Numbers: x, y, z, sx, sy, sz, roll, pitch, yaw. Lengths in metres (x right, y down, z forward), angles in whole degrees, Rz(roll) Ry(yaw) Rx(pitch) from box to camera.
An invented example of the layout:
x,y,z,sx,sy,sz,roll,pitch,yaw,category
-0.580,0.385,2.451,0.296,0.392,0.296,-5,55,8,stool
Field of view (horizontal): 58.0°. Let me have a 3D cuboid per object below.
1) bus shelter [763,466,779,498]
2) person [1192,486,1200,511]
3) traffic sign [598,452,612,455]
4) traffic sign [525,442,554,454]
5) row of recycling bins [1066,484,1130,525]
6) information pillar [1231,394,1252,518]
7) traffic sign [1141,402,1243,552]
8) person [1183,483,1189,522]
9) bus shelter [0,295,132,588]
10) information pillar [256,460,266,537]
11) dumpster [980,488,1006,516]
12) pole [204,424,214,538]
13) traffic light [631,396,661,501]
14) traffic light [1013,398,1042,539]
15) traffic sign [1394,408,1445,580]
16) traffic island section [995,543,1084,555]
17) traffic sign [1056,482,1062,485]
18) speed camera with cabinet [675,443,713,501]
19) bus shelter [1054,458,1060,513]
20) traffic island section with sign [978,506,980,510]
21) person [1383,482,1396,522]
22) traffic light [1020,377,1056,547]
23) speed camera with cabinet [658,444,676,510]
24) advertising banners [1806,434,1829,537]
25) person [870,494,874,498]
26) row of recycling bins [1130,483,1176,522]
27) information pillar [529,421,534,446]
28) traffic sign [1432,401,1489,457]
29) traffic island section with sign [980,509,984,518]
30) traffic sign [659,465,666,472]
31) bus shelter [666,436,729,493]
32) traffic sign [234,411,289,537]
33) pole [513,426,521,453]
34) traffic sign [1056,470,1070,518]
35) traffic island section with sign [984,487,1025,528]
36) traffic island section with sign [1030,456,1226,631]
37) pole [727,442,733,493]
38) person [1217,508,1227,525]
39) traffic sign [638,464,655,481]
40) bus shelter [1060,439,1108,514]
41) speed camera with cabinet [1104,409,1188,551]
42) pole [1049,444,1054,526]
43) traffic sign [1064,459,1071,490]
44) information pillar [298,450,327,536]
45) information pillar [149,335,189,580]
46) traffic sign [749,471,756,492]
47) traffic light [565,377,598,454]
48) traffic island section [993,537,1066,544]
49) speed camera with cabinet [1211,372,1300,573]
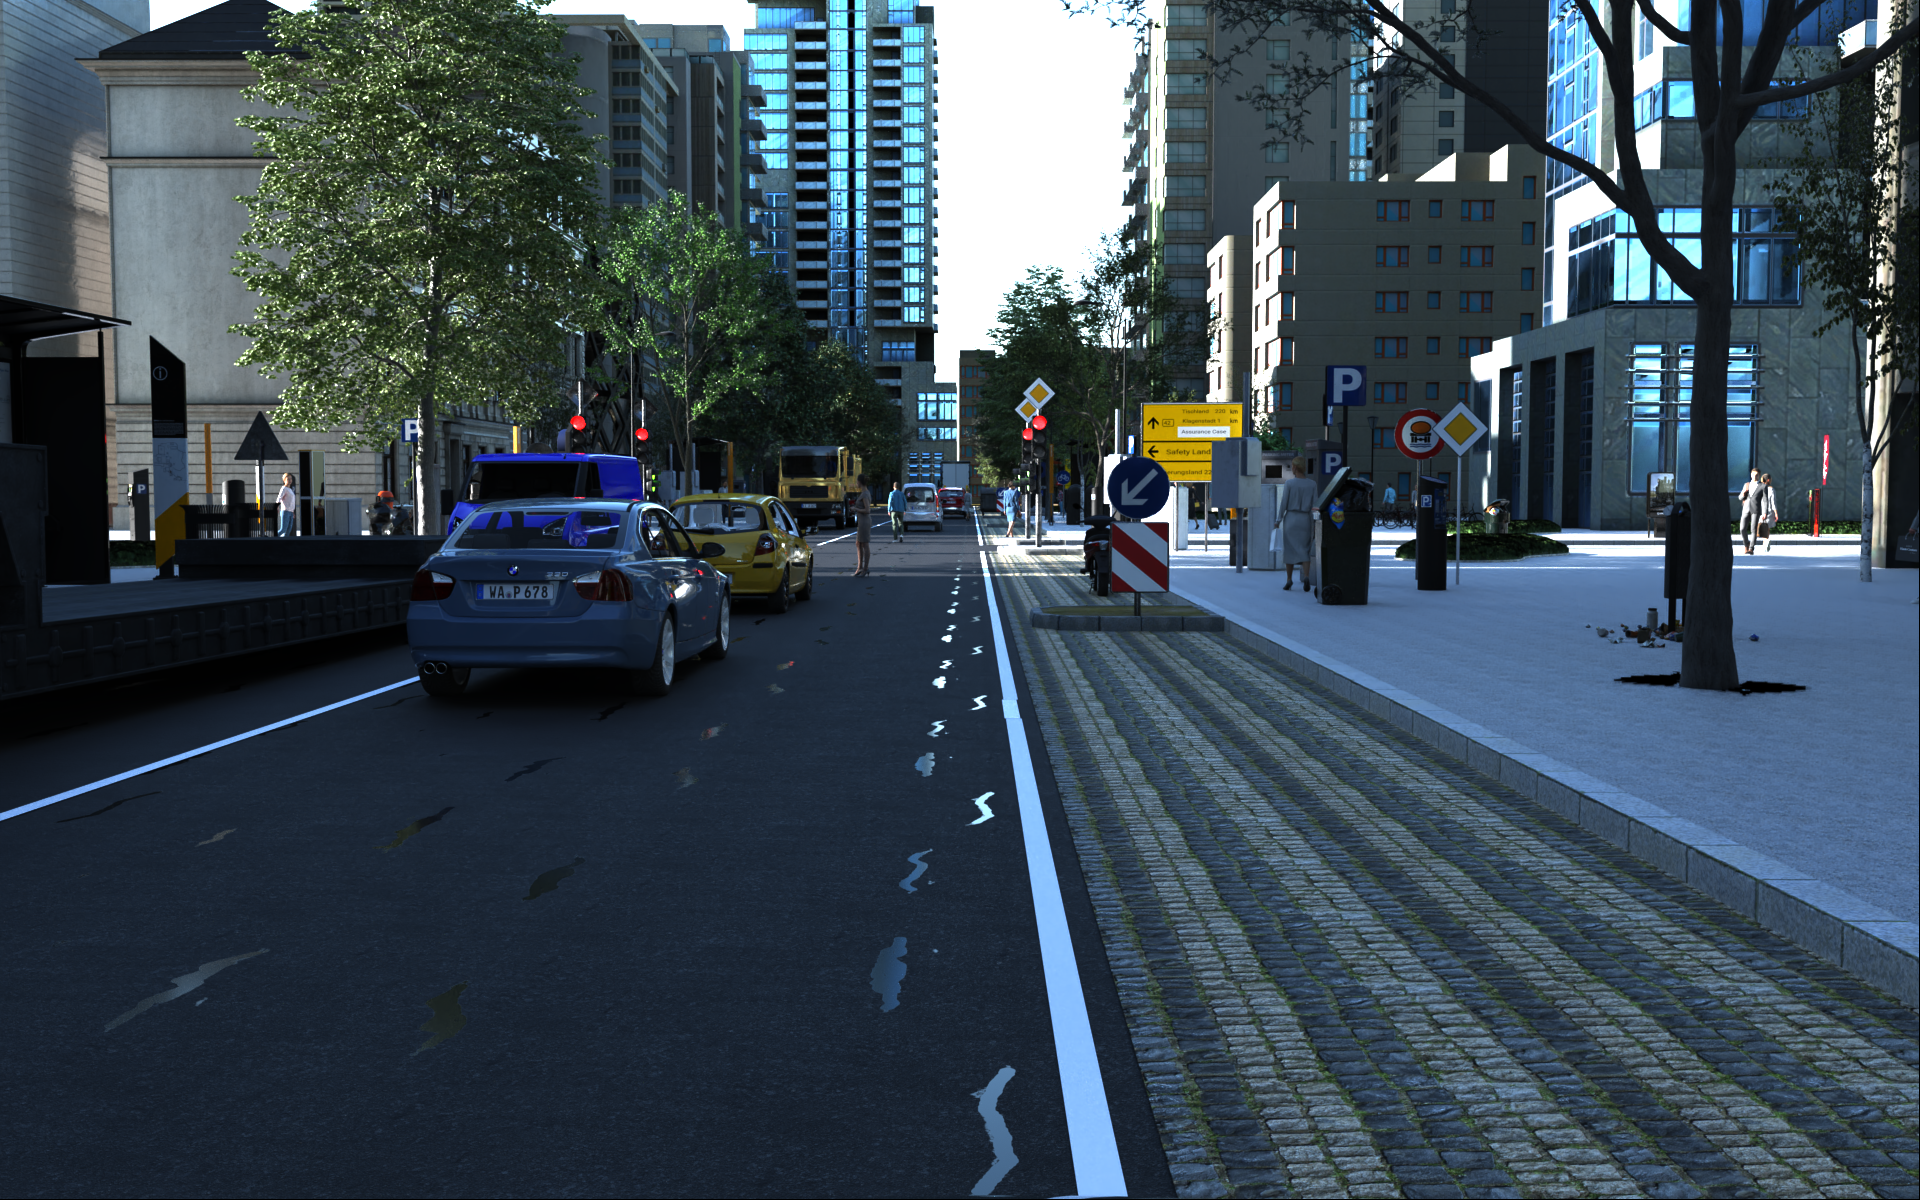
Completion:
x,y,z,sx,sy,sz,roll,pitch,yaw,category
-12.001,-7.551,114.735,1.731,3.624,6.357,0,4,1,bus shelter
15.648,-6.735,116.379,0.699,1.804,1.509,0,4,-2,person
-10.760,-3.196,52.362,0.768,2.556,0.104,0,4,7,traffic sign
-10.349,-2.599,42.604,0.768,2.556,0.104,0,4,4,traffic sign
6.041,-3.946,71.623,3.534,1.692,1.069,2,4,26,row of recycling bins
6.648,-3.026,40.838,0.504,3.616,0.183,2,4,24,information pillar
5.149,-2.725,38.419,2.265,3.308,0.079,1,4,8,traffic sign
9.843,-4.410,78.367,1.509,1.804,0.699,-2,4,-24,person
-12.156,-1.793,20.606,1.731,3.624,6.357,0,4,1,bus shelter
-20.783,-3.676,51.450,0.183,3.616,0.504,-3,5,-40,information pillar
2.211,-6.460,113.844,1.865,1.857,1.264,0,4,-1,dumpster
-21.778,-3.449,50.229,0.158,3.312,0.155,0,3,0,pole
-9.028,-3.717,49.693,0.839,4.253,0.868,0,4,0,traffic light
1.933,-3.713,49.634,0.839,4.253,0.868,0,4,0,traffic light
6.861,-1.575,25.865,0.768,2.556,0.104,1,4,10,traffic sign
1.918,-1.192,41.763,2.009,0.180,2.903,0,4,0,traffic island section
6.122,-6.284,102.752,0.884,2.594,0.081,1,4,8,traffic sign
-10.332,-4.498,67.876,0.660,3.252,2.038,1,4,14,speed camera with cabinet
7.227,-7.640,116.202,1.731,3.624,6.357,0,4,1,bus shelter
2.673,-8.738,151.500,1.989,1.847,2.006,0,4,0,traffic island section with sign
19.828,-4.510,79.806,0.660,1.820,0.620,-2,4,-34,person
1.878,-3.225,41.649,0.839,4.253,0.868,0,4,0,traffic light
-11.508,-4.570,69.061,0.660,3.252,2.038,0,4,6,speed camera with cabinet
25.546,-3.387,51.567,0.090,3.025,2.074,1,4,13,advertising banners
-10.788,-12.028,204.793,1.348,1.869,0.705,1,4,21,person
6.699,-3.091,57.645,1.069,1.692,3.534,1,4,19,row of recycling bins
-12.782,-3.693,51.739,0.183,3.616,0.504,-1,4,-21,information pillar
7.077,-1.513,24.477,0.795,2.593,0.064,0,4,3,traffic sign
2.327,-5.701,101.843,1.989,1.847,2.006,0,4,0,traffic island section with sign
-12.907,-4.646,76.076,0.768,2.556,0.104,0,4,4,traffic sign
-11.055,-5.020,73.359,1.731,3.624,6.357,0,4,0,bus shelter
-10.947,-1.659,27.134,0.884,2.594,0.081,0,4,6,traffic sign
-13.350,-3.574,52.277,0.158,3.312,0.155,0,3,0,pole
5.555,-5.685,93.054,0.768,2.556,0.104,0,4,5,traffic sign
2.150,-4.019,74.346,1.989,1.847,2.006,0,4,0,traffic island section with sign
1.769,-0.628,18.892,1.989,1.847,2.006,0,4,0,traffic island section with sign
-9.002,-4.531,67.919,0.158,3.312,0.155,0,3,0,pole
10.812,-4.002,71.651,0.511,1.800,0.466,2,4,27,person
-12.341,-4.159,68.107,0.768,2.556,0.104,0,4,2,traffic sign
5.612,-5.272,77.478,1.731,3.624,6.357,0,4,1,bus shelter
4.306,-2.798,40.081,2.038,3.252,0.660,3,5,42,speed camera with cabinet
3.725,-4.691,70.540,0.158,3.312,0.155,0,3,0,pole
7.058,-6.389,98.334,2.265,3.308,0.079,0,4,5,traffic sign
-10.751,-1.485,28.775,0.304,2.012,0.304,2,4,27,information pillar
-11.701,-2.097,25.634,0.504,3.616,0.183,0,4,-7,information pillar
-11.057,-5.729,93.773,0.768,2.556,0.104,0,4,6,traffic sign
-9.083,-3.229,41.708,0.839,4.253,0.868,0,4,0,traffic light
1.973,-1.680,49.748,2.009,0.180,2.903,0,4,0,traffic island section
4.987,-2.110,28.841,0.660,3.252,2.038,3,5,43,speed camera with cabinet
